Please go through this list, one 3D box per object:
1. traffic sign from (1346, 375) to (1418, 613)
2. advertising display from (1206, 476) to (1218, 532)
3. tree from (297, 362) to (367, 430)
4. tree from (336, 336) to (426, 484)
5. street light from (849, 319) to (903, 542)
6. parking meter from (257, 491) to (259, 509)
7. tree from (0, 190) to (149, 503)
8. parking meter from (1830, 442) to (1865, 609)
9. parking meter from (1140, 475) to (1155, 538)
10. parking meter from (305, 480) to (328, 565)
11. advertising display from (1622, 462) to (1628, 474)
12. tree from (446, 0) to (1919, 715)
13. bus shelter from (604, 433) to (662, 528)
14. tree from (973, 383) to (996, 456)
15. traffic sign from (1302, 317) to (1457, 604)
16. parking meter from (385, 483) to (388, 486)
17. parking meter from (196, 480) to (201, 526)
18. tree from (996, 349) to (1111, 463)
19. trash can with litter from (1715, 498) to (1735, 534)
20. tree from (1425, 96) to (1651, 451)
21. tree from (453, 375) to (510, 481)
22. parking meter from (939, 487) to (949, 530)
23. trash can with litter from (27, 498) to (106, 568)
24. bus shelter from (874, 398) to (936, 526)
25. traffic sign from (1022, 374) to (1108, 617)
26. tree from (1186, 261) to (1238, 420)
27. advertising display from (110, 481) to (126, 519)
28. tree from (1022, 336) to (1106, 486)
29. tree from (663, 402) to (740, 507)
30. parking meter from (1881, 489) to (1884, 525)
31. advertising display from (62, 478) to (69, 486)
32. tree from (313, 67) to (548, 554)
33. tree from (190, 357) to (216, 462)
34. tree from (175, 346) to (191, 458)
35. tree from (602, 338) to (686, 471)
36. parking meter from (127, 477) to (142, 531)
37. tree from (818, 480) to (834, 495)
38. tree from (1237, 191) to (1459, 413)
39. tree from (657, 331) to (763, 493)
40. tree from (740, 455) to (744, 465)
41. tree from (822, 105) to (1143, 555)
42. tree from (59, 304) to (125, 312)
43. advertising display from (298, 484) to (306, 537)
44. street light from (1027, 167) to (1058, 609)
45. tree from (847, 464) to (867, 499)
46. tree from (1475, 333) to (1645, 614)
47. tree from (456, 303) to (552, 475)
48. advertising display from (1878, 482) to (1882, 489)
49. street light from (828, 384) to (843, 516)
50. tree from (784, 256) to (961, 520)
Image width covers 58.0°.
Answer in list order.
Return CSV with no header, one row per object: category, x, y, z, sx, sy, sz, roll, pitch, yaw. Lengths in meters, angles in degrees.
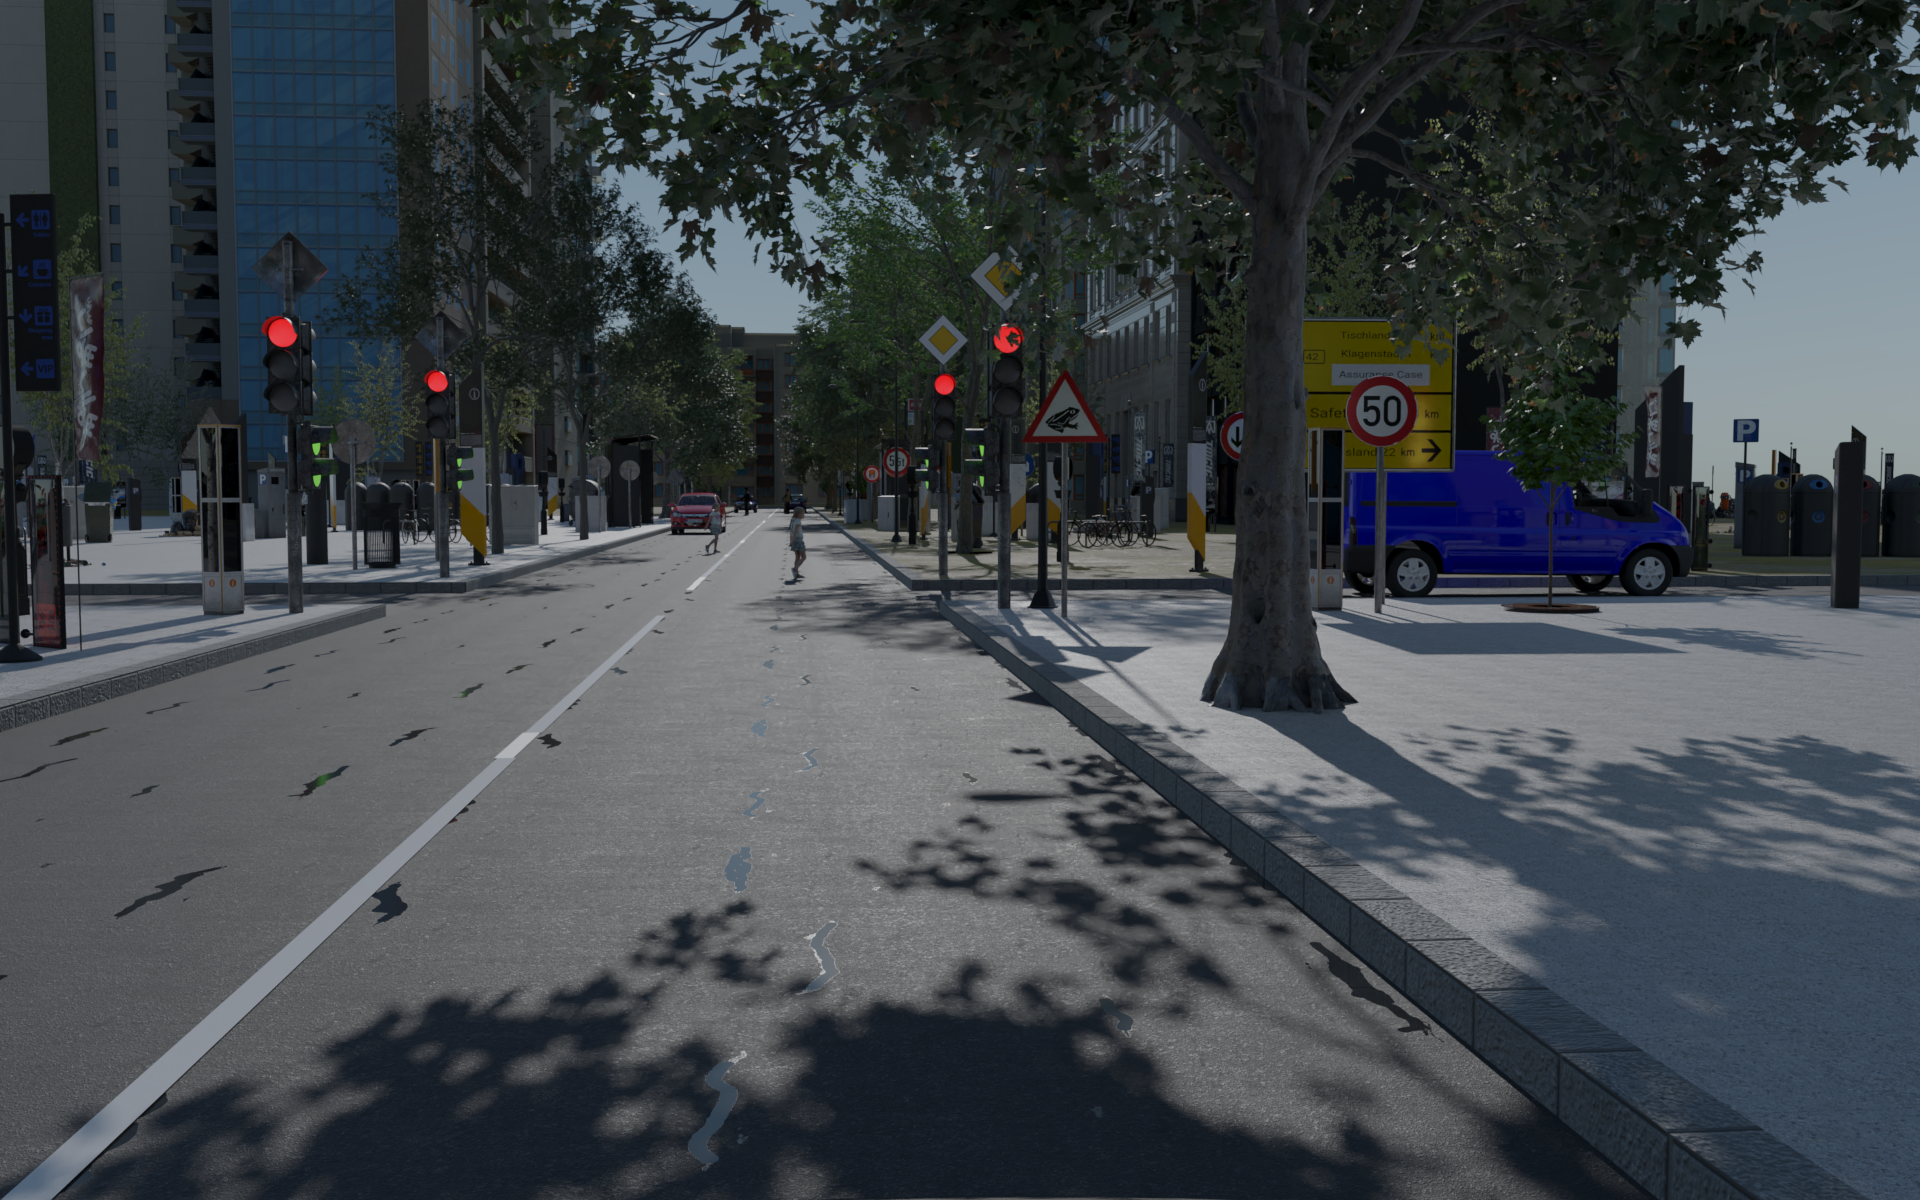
traffic sign,4.516,-1.133,18.629,0.768,2.556,0.104,0,4,2
advertising display,8.329,-3.280,58.847,0.974,1.923,0.123,3,5,44
tree,-35.169,-8.941,96.542,4.737,8.622,4.395,0,3,0
tree,-26.633,-7.892,79.390,4.360,8.622,3.978,0,3,0
street light,-2.235,-4.500,46.124,1.470,5.913,1.316,0,4,-5
parking meter,-34.550,-4.725,85.664,0.372,1.533,0.369,0,3,0
tree,-21.924,-5.610,42.080,4.737,8.622,4.395,0,3,0
parking meter,10.008,-0.846,19.538,0.255,1.863,0.399,1,4,19
parking meter,5.523,-2.773,51.042,0.399,1.863,0.255,-1,4,-13
parking meter,-11.725,-1.416,31.561,0.372,1.533,0.369,0,3,0
advertising display,13.090,-1.839,35.284,0.974,1.923,0.123,3,5,44
tree,1.909,-5.698,10.168,9.611,12.733,9.660,0,3,0
bus shelter,-13.040,-4.777,69.393,1.731,3.624,6.357,0,4,-6
tree,2.124,-9.217,101.054,4.737,8.622,4.395,0,3,0
traffic sign,4.601,-1.601,20.046,2.265,3.308,0.079,0,4,-3
parking meter,-30.881,-5.332,92.881,0.399,1.863,0.255,1,4,10
parking meter,-31.050,-3.966,70.549,0.399,1.863,0.255,1,4,13
tree,5.132,-8.273,85.620,4.737,8.622,4.395,0,3,0
trash can with litter,25.333,-2.796,56.774,1.678,1.210,2.233,3,4,36
tree,10.220,-4.958,31.430,4.360,8.622,3.978,0,3,0
tree,-27.230,-9.050,98.337,4.737,8.622,4.395,0,3,0
parking meter,-0.565,-3.259,61.692,0.372,1.533,0.369,0,3,0
trash can with litter,-16.064,-1.198,30.644,1.678,1.210,2.233,-1,4,-14
bus shelter,-2.317,-5.648,69.984,2.179,5.291,8.768,0,4,-5
traffic sign,1.084,-1.097,17.948,0.884,2.594,0.081,0,4,2
tree,9.372,-6.415,55.249,4.737,8.622,4.395,0,3,0
advertising display,-43.128,-5.099,88.576,0.123,1.923,0.974,2,4,31
tree,4.546,-7.798,77.862,4.360,8.622,3.978,0,3,0
tree,-17.689,-9.913,112.438,4.737,8.622,4.395,0,3,0
parking meter,38.936,-3.939,72.808,0.372,1.533,0.369,0,3,0
advertising display,-35.311,-3.860,68.328,0.123,1.923,0.974,-1,4,-15
tree,-9.854,-6.291,37.269,8.767,10.594,7.601,1,4,11
tree,-39.479,-8.343,86.763,4.360,8.622,3.978,0,3,0
tree,-37.969,-7.899,79.505,4.360,8.622,3.978,0,3,0
tree,-14.526,-7.937,80.131,4.360,8.622,3.978,0,3,0
parking meter,-28.959,-3.369,60.795,0.255,1.863,0.399,3,5,42
tree,-12.978,-10.758,170.499,1.663,3.219,1.824,0,3,0
tree,9.731,-5.618,42.218,4.737,8.622,4.395,0,3,0
tree,-17.612,-12.408,120.996,7.486,12.596,7.792,0,3,0
tree,-22.872,-13.522,171.444,4.737,8.622,4.395,0,3,0
tree,0.260,-6.797,36.892,9.928,11.665,9.643,0,3,0
tree,-32.544,-6.983,64.530,4.360,8.622,3.978,0,3,0
advertising display,-19.778,-2.879,52.293,0.123,1.923,0.974,0,4,-1
street light,0.392,-2.860,19.302,1.470,5.913,1.316,0,4,-5
tree,-5.365,-6.082,94.040,1.663,3.219,1.824,0,3,0
tree,6.473,-1.483,18.855,1.663,3.219,1.824,0,3,0
tree,-17.716,-7.090,66.288,4.360,8.622,3.978,0,3,0
advertising display,46.762,-5.122,88.953,0.974,1.923,0.123,2,4,29
street light,-4.894,-6.181,73.596,1.470,5.913,1.316,0,4,-5
tree,-4.535,-11.046,87.252,9.857,13.997,8.962,0,3,0
